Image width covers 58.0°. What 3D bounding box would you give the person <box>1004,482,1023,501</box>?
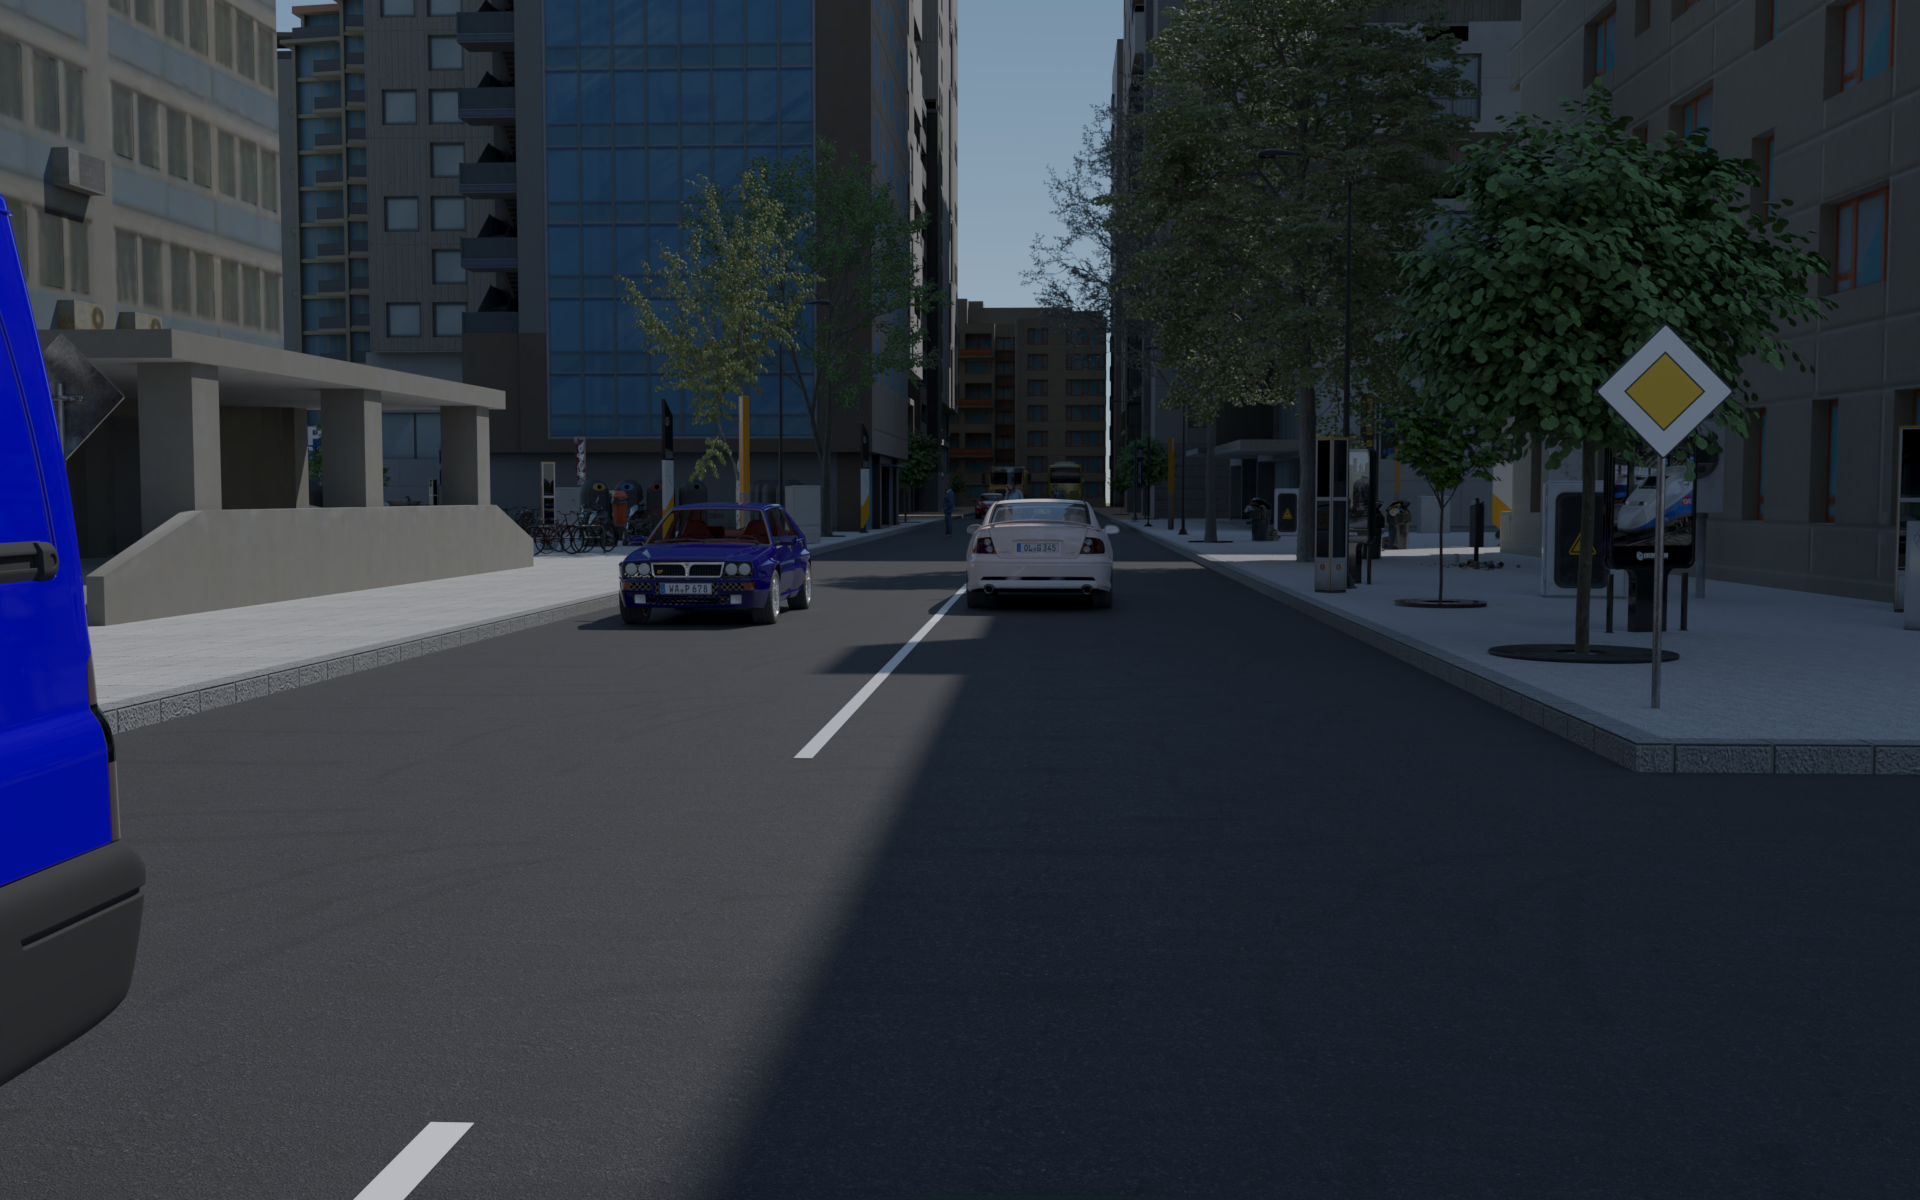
[{"bbox_3d":[1.633,-2.571,50.803,0.793,1.790,0.793,0,4,-5],"label":"person"}]

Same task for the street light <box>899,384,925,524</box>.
[{"bbox_3d":[-2.151,-6.142,72.955,1.470,5.913,1.316,0,4,3],"label":"street light"}]

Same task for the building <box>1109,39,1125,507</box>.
[{"bbox_3d":[26.185,-33.899,177.945,21.600,48.544,21.300,0,4,3],"label":"building"}]

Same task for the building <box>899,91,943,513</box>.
[{"bbox_3d":[-8.692,-21.398,121.562,14.160,30.474,14.107,0,4,3],"label":"building"}]

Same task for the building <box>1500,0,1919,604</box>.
[{"bbox_3d":[25.595,-10.886,23.028,28.899,21.520,27.650,0,4,3],"label":"building"}]

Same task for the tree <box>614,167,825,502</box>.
[{"bbox_3d":[-5.173,-5.393,38.535,4.737,8.622,4.395,0,3,0],"label":"tree"}]

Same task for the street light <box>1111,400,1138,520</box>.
[{"bbox_3d":[8.108,-6.897,85.314,1.470,5.913,1.316,0,4,3],"label":"street light"}]

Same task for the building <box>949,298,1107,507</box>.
[{"bbox_3d":[0.699,-20.761,184.487,28.899,21.520,27.650,0,4,3],"label":"building"}]

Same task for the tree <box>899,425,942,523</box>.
[{"bbox_3d":[-3.189,-6.180,84.761,4.285,4.588,4.351,0,3,0],"label":"tree"}]

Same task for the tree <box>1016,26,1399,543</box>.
[{"bbox_3d":[6.583,-8.265,45.505,12.009,13.543,11.850,0,3,0],"label":"tree"}]

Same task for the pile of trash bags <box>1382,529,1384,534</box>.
[{"bbox_3d":[11.956,-2.839,56.176,3.447,1.369,1.912,0,4,5],"label":"pile of trash bags"}]

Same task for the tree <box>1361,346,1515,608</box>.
[{"bbox_3d":[5.646,-1.539,19.764,1.663,3.219,1.824,0,3,0],"label":"tree"}]

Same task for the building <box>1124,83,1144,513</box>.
[{"bbox_3d":[18.914,-21.613,125.071,14.160,30.474,14.107,0,4,3],"label":"building"}]

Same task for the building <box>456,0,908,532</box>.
[{"bbox_3d":[-9.454,-25.343,64.467,14.600,45.320,14.200,0,4,3],"label":"building"}]

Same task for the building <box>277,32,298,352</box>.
[{"bbox_3d":[-63.186,-28.939,156.748,14.086,41.232,14.154,0,4,3],"label":"building"}]

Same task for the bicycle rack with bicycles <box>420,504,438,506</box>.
[{"bbox_3d":[-20.143,-3.053,63.295,2.852,0.926,2.925,1,4,10],"label":"bicycle rack with bicycles"}]

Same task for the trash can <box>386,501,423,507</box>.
[{"bbox_3d":[-11.718,-1.523,36.554,0.748,1.137,0.748,0,3,0],"label":"trash can"}]

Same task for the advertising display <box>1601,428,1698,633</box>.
[{"bbox_3d":[6.407,-0.666,16.095,0.974,1.923,0.123,-1,4,-19],"label":"advertising display"}]

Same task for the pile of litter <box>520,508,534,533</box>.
[{"bbox_3d":[-13.834,-2.473,54.407,1.176,0.858,1.719,-1,4,-19],"label":"pile of litter"}]

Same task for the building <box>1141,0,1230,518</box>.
[{"bbox_3d":[21.482,-34.307,102.923,21.231,58.520,28.212,0,4,3],"label":"building"}]

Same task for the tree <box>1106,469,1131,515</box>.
[{"bbox_3d":[9.824,-6.869,106.907,1.663,3.219,1.824,0,3,0],"label":"tree"}]

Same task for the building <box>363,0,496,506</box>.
[{"bbox_3d":[-16.385,-31.270,100.508,28.713,52.752,27.495,0,4,3],"label":"building"}]

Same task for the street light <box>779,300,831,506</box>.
[{"bbox_3d":[-3.773,-4.224,41.606,1.470,5.913,1.316,0,4,3],"label":"street light"}]

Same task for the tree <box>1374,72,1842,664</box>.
[{"bbox_3d":[4.949,-1.825,13.555,4.285,4.588,4.351,0,3,0],"label":"tree"}]

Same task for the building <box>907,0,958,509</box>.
[{"bbox_3d":[-13.851,-34.093,146.666,27.495,52.752,28.713,0,4,3],"label":"building"}]

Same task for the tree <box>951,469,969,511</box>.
[{"bbox_3d":[-0.349,-8.324,130.706,1.663,3.219,1.824,0,3,0],"label":"tree"}]

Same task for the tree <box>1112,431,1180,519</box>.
[{"bbox_3d":[9.391,-6.396,88.289,4.285,4.588,4.351,0,3,0],"label":"tree"}]

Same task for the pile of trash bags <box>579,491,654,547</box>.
[{"bbox_3d":[-8.643,-2.082,43.785,1.912,1.369,3.447,-1,4,-10],"label":"pile of trash bags"}]

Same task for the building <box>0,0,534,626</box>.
[{"bbox_3d":[-24.007,-20.275,23.381,32.217,40.220,23.993,0,4,3],"label":"building"}]

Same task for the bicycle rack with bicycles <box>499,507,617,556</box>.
[{"bbox_3d":[-8.750,-1.481,37.598,2.925,0.926,2.852,-3,5,-42],"label":"bicycle rack with bicycles"}]

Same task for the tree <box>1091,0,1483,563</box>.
[{"bbox_3d":[6.162,-6.977,32.207,7.486,12.596,7.792,0,3,0],"label":"tree"}]

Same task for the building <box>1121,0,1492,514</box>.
[{"bbox_3d":[27.538,-33.992,145.000,28.713,52.752,27.495,0,4,3],"label":"building"}]

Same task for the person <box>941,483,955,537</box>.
[{"bbox_3d":[-0.378,-2.997,57.683,0.419,1.800,0.721,-1,4,-9],"label":"person"}]

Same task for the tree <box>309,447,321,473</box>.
[{"bbox_3d":[-31.115,-6.253,85.952,4.285,4.588,4.351,0,3,0],"label":"tree"}]

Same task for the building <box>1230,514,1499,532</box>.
[{"bbox_3d":[23.520,-29.401,69.948,28.713,52.752,27.495,0,4,3],"label":"building"}]

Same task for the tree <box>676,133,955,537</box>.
[{"bbox_3d":[-4.148,-7.689,51.476,9.928,11.665,9.643,0,3,0],"label":"tree"}]

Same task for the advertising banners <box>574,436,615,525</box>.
[{"bbox_3d":[-10.898,-3.419,52.082,2.074,3.025,0.090,3,4,37],"label":"advertising banners"}]

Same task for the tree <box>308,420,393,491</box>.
[{"bbox_3d":[-14.025,-2.733,39.293,1.663,3.219,1.824,0,3,0],"label":"tree"}]

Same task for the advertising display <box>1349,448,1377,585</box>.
[{"bbox_3d":[5.635,-1.204,24.892,0.123,1.923,0.974,-1,4,-22],"label":"advertising display"}]

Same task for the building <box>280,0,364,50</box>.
[{"bbox_3d":[-41.818,-30.396,151.595,28.867,44.769,22.147,0,4,3],"label":"building"}]

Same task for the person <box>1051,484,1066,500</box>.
[{"bbox_3d":[3.999,-3.777,70.067,0.655,1.846,0.447,1,4,16],"label":"person"}]
